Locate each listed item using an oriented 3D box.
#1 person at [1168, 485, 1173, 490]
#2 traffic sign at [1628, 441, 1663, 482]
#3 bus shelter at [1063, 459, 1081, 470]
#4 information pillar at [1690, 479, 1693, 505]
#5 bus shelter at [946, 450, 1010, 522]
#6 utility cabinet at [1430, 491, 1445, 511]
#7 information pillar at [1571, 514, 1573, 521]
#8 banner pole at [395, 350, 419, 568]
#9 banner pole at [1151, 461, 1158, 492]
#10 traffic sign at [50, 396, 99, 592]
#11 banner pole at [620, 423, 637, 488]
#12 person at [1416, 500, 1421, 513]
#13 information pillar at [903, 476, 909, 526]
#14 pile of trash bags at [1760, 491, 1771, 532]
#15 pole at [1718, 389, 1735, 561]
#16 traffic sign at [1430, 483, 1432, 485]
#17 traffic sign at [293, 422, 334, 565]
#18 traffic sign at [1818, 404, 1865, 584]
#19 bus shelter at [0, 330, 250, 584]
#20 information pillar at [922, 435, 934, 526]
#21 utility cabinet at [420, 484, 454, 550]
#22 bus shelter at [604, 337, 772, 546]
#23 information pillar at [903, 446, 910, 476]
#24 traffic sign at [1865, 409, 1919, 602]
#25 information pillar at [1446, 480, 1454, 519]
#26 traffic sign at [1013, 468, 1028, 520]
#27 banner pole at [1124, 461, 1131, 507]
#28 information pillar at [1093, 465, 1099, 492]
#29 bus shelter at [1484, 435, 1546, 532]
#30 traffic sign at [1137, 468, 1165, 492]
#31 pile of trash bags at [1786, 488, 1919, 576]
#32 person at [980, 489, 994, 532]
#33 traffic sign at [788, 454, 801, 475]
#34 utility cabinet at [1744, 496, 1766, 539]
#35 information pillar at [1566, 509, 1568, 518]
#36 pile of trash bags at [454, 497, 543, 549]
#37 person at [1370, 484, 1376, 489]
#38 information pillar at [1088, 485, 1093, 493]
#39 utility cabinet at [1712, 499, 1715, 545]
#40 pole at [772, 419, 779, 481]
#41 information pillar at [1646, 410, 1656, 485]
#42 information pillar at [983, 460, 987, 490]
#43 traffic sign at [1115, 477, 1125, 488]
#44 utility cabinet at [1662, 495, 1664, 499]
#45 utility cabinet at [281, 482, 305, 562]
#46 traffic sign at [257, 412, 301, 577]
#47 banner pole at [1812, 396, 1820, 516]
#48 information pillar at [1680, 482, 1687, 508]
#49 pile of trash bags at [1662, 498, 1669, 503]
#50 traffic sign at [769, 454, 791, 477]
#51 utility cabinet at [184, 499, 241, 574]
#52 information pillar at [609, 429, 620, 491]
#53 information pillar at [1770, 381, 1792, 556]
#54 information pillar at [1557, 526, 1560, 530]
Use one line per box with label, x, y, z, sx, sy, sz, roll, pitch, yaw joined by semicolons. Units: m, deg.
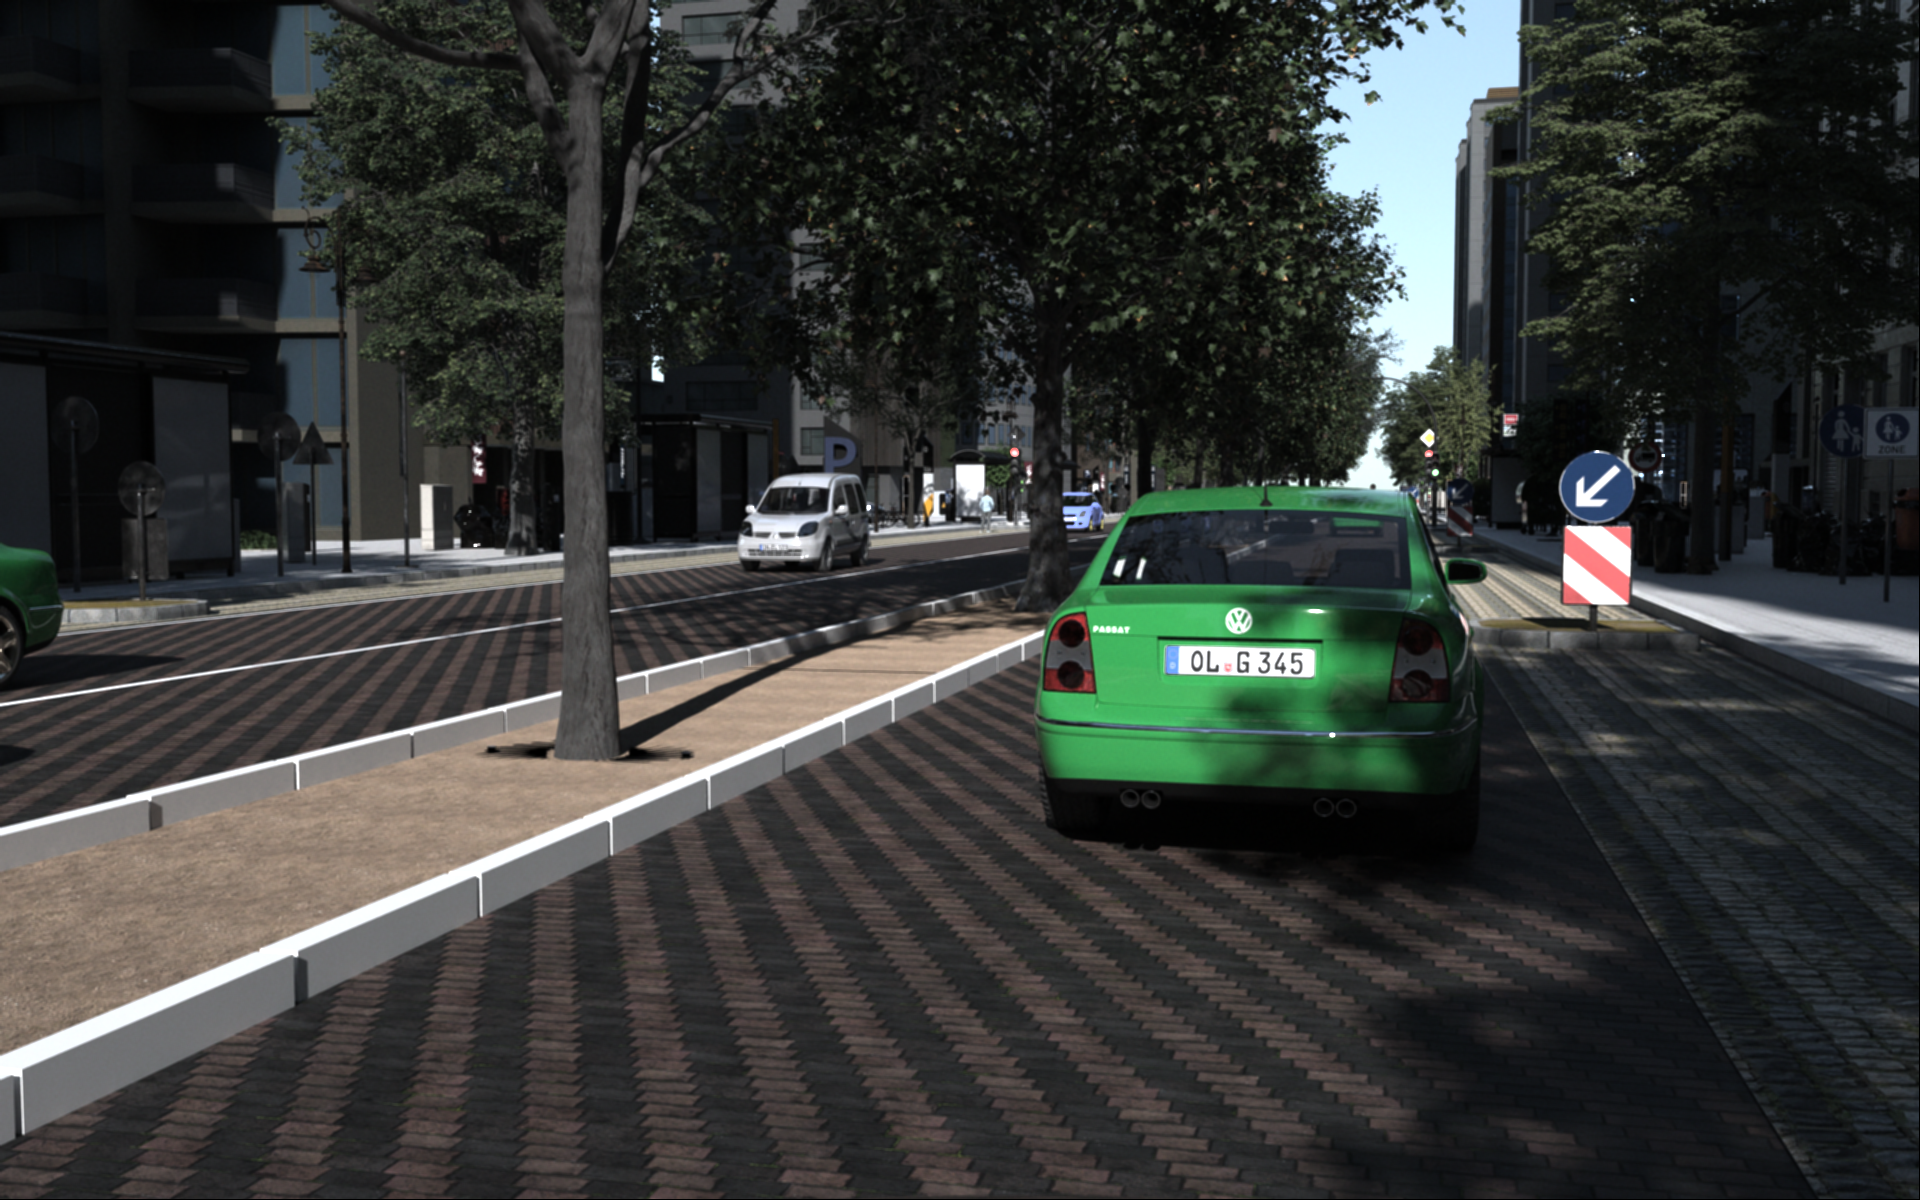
person;9.368;-4.201;77.062;0.514;1.842;0.818;1;4;10
traffic sign;16.460;-2.541;41.649;0.768;2.556;0.104;1;4;23
bus shelter;5.369;-6.335;97.505;2.014;3.302;5.546;1;4;14
information pillar;36.760;-5.033;86.774;0.304;2.012;0.304;1;4;13
bus shelter;1.014;-5.355;81.485;2.014;3.302;5.546;1;4;14
utility cabinet;36.257;-7.518;131.600;1.173;1.500;0.318;1;4;16
information pillar;29.281;-4.770;82.485;0.304;2.012;0.304;1;4;17
banner pole;-9.632;-2.443;29.960;0.401;3.779;0.863;-1;4;-10
banner pole;14.603;-8.563;130.014;0.401;3.779;0.863;-3;5;-45
traffic sign;-11.527;-1.372;22.538;0.768;2.556;0.104;1;4;16
banner pole;-10.751;-4.050;56.235;0.863;3.779;0.401;-2;4;-29
person;14.864;-2.643;56.395;0.352;1.250;0.332;3;4;37
information pillar;-2.099;-4.024;70.278;0.304;2.012;0.304;2;4;31
pile of trash bags;26.811;-2.999;58.791;1.912;1.369;3.447;0;4;1
pole;14.714;-2.409;33.223;0.158;3.312;0.155;0;3;0
traffic sign;33.604;-7.515;122.968;0.768;2.556;0.104;1;4;22
traffic sign;-11.656;-1.908;31.196;0.884;2.594;0.081;1;4;18
traffic sign;12.552;-1.495;24.555;0.768;2.556;0.104;1;4;16
bus shelter;-13.061;-2.765;22.846;2.179;5.291;8.768;1;4;13
information pillar;-1.270;-4.749;68.997;0.504;3.616;0.183;3;5;41
utility cabinet;-11.950;-1.893;39.626;0.318;1.500;1.173;0;4;5
bus shelter;-7.400;-4.222;46.656;2.179;5.291;8.768;1;4;13
information pillar;-2.633;-5.754;85.433;0.183;3.616;0.504;3;5;41
traffic sign;11.021;-1.126;20.540;0.606;2.300;0.079;1;4;17
information pillar;25.267;-5.187;89.296;0.304;2.012;0.304;3;4;38
traffic sign;2.940;-5.189;84.952;0.768;2.556;0.104;1;4;19
banner pole;12.726;-8.638;131.245;0.401;3.779;0.863;-3;5;-44
information pillar;10.826;-8.972;138.042;0.504;3.616;0.183;0;4;2
bus shelter;19.560;-4.086;60.724;2.014;3.302;5.546;1;4;14
traffic sign;15.052;-8.737;136.716;2.265;3.308;0.079;1;4;18
pile of trash bags;14.462;-1.071;27.267;1.912;1.369;3.447;1;4;9
person;1.009;-3.297;64.213;0.589;1.601;0.330;2;4;28
traffic sign;-5.512;-3.479;56.886;0.884;2.594;0.081;1;4;19
utility cabinet;22.479;-2.350;49.587;1.020;1.237;0.306;2;4;31
information pillar;31.995;-6.137;91.695;0.504;3.616;0.183;-2;4;-24
pile of trash bags;-11.484;-1.948;41.601;3.447;1.369;1.912;2;4;25
person;15.216;-3.371;63.792;0.419;1.800;0.721;1;4;21
information pillar;11.139;-8.772;147.912;0.304;2.012;0.304;0;4;-8
utility cabinet;14.643;-1.399;34.032;0.306;1.237;1.020;1;4;19
pole;-5.004;-3.255;47.060;0.158;3.312;0.155;0;3;0
information pillar;18.553;-3.376;46.555;0.183;3.616;0.504;3;4;37
information pillar;1.628;-7.513;114.199;0.183;3.616;0.504;-2;4;-32
traffic sign;11.638;-7.717;126.273;0.768;2.556;0.104;1;4;20
utility cabinet;37.870;-5.049;93.705;0.306;1.237;1.020;2;4;27
utility cabinet;-12.571;-1.465;32.628;0.318;1.500;1.173;-2;4;-28
traffic sign;-10.575;-1.638;26.888;0.768;2.556;0.104;1;4;14
banner pole;21.818;-3.315;44.213;0.401;3.779;0.863;2;4;27
information pillar;44.071;-6.175;105.460;0.304;2.012;0.304;3;5;41
pile of trash bags;35.079;-4.796;88.173;1.912;1.369;3.447;2;4;26
traffic sign;-5.803;-3.392;55.571;0.768;2.556;0.104;1;4;17
utility cabinet;-12.200;-1.034;28.075;0.306;1.237;1.020;2;4;34
information pillar;-9.134;-3.330;45.803;0.183;3.616;0.504;1;4;14
information pillar;16.929;-2.713;35.711;0.504;3.616;0.183;-2;4;-30
information pillar;21.471;-4.328;62.117;0.183;3.616;0.504;2;4;24
